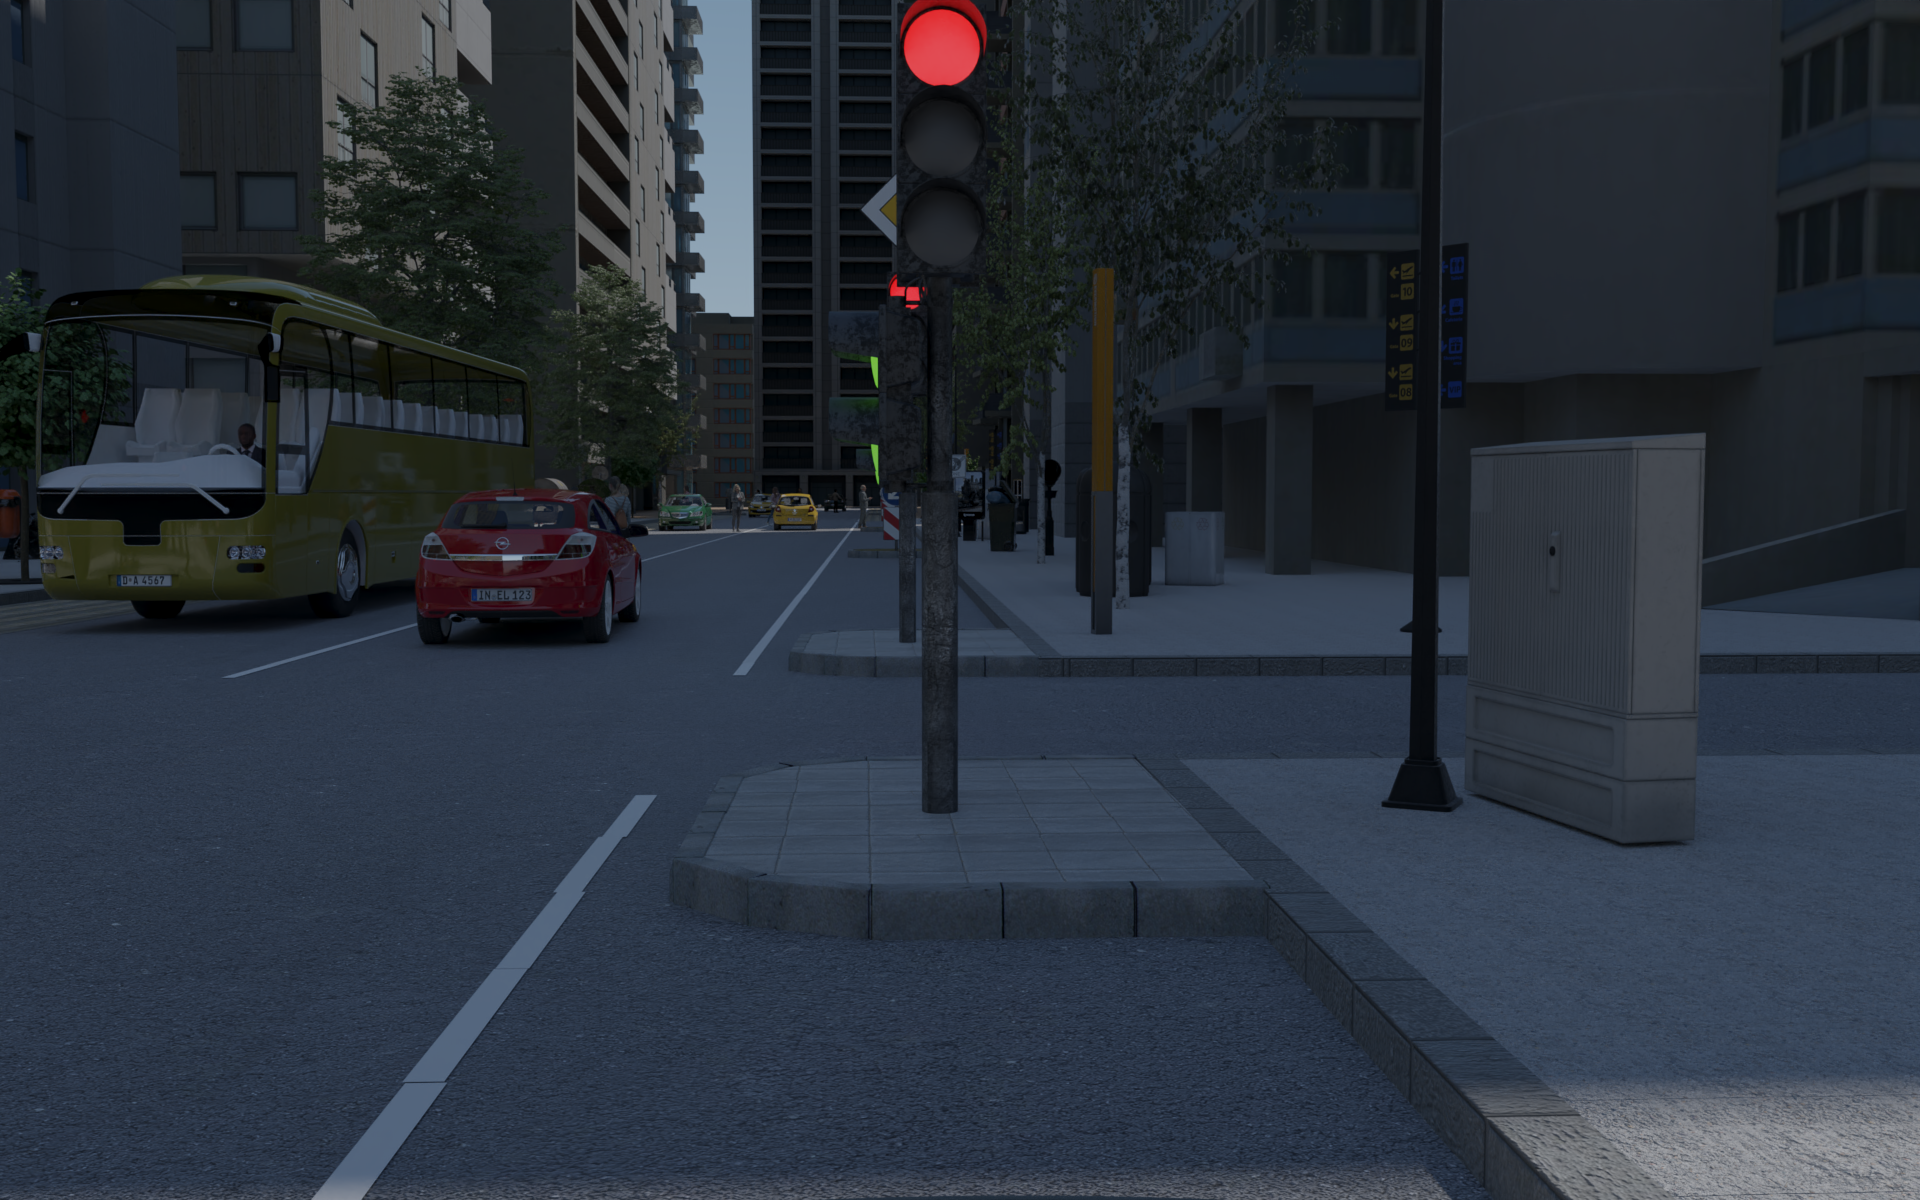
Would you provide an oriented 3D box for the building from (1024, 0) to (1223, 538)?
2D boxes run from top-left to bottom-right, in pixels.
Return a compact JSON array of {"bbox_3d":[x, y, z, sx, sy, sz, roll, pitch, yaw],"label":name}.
[{"bbox_3d":[12.900,-31.899,63.544,21.231,58.520,28.212,0,4,-3],"label":"building"}]

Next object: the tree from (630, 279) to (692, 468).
[{"bbox_3d":[-17.003,-10.234,85.450,7.486,12.596,7.792,0,3,0],"label":"tree"}]

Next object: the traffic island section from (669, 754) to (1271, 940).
[{"bbox_3d":[-0.059,0.934,7.017,2.009,0.180,2.903,0,4,-3],"label":"traffic island section"}]

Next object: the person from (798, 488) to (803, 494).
[{"bbox_3d":[-10.297,-6.301,111.527,1.348,1.822,0.705,2,4,24],"label":"person"}]

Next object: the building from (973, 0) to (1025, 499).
[{"bbox_3d":[12.140,-27.541,104.917,22.147,44.769,28.867,0,4,-3],"label":"building"}]

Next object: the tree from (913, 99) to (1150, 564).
[{"bbox_3d":[1.259,-4.978,31.750,4.737,8.622,4.395,0,3,0],"label":"tree"}]

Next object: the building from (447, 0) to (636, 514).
[{"bbox_3d":[-31.034,-29.076,99.094,21.300,48.544,21.600,0,4,-3],"label":"building"}]

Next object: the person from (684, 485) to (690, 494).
[{"bbox_3d":[-12.248,-4.205,77.256,0.388,1.821,0.555,-3,4,-36],"label":"person"}]

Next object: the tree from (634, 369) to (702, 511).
[{"bbox_3d":[-17.129,-9.150,99.960,4.737,8.622,4.395,0,3,0],"label":"tree"}]

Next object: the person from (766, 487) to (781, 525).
[{"bbox_3d":[-8.517,-4.280,79.068,0.643,1.750,0.593,1,4,21],"label":"person"}]

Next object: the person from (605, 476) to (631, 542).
[{"bbox_3d":[-5.178,-1.013,26.064,0.512,1.701,0.522,-3,5,-40],"label":"person"}]

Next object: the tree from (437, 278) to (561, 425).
[{"bbox_3d":[-15.296,-6.493,56.519,4.737,8.622,4.395,0,3,0],"label":"tree"}]

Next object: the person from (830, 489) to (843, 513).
[{"bbox_3d":[-9.417,-7.532,131.662,1.348,1.823,0.705,3,5,41],"label":"person"}]

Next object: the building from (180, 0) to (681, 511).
[{"bbox_3d":[-35.061,-32.665,123.306,28.713,52.752,27.495,0,4,-3],"label":"building"}]

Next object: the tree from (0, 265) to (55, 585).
[{"bbox_3d":[-13.562,-2.522,24.952,4.285,4.588,4.351,0,3,0],"label":"tree"}]

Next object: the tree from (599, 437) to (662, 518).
[{"bbox_3d":[-17.779,-6.711,93.436,4.285,4.588,4.351,0,3,0],"label":"tree"}]

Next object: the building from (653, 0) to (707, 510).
[{"bbox_3d":[-37.717,-32.363,148.741,30.456,49.044,23.786,0,4,-3],"label":"building"}]

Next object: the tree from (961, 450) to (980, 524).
[{"bbox_3d":[0.474,-4.921,75.054,1.663,3.219,1.824,0,3,0],"label":"tree"}]

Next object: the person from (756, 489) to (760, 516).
[{"bbox_3d":[-13.023,-6.223,111.042,0.721,1.735,1.217,2,4,29],"label":"person"}]

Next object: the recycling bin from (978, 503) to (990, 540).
[{"bbox_3d":[0.994,-2.233,49.070,0.722,1.027,0.722,-3,4,-37],"label":"recycling bin"}]

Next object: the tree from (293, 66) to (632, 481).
[{"bbox_3d":[-14.037,-7.855,46.564,7.486,12.596,7.792,0,3,0],"label":"tree"}]

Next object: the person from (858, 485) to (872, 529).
[{"bbox_3d":[-3.939,-3.865,71.873,0.590,1.801,0.661,-1,4,-10],"label":"person"}]

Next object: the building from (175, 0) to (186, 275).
[{"bbox_3d":[-33.486,-29.066,64.465,28.713,52.752,27.495,0,4,-3],"label":"building"}]

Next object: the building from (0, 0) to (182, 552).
[{"bbox_3d":[-29.782,-29.764,28.636,21.231,58.520,28.212,0,4,-3],"label":"building"}]

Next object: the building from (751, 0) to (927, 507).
[{"bbox_3d":[-11.226,-45.674,185.018,20.611,71.187,20.563,0,4,-3],"label":"building"}]

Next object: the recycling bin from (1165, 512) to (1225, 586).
[{"bbox_3d":[3.323,-0.731,24.504,0.722,1.027,0.722,1,4,19],"label":"recycling bin"}]

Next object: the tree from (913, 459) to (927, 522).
[{"bbox_3d":[-1.448,-5.283,80.974,1.663,3.219,1.824,0,3,0],"label":"tree"}]

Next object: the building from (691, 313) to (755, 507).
[{"bbox_3d":[-36.122,-21.037,188.995,28.899,21.520,27.650,0,4,-3],"label":"building"}]

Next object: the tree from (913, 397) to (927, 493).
[{"bbox_3d":[-2.389,-9.376,103.667,4.360,8.622,3.978,0,3,0],"label":"tree"}]

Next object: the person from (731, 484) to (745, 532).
[{"bbox_3d":[-8.395,-3.484,65.643,0.537,1.800,0.526,-1,4,-18],"label":"person"}]

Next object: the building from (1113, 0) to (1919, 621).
[{"bbox_3d":[15.890,-20.833,32.505,23.993,40.220,32.217,0,4,-3],"label":"building"}]

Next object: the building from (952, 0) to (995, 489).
[{"bbox_3d":[8.941,-32.332,152.337,21.300,48.544,21.600,0,4,-3],"label":"building"}]

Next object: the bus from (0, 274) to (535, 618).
[{"bbox_3d":[-8.347,-1.939,23.256,2.896,3.916,12.252,0,4,-1],"label":"bus"}]

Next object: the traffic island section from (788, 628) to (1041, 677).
[{"bbox_3d":[-0.431,0.446,14.994,2.009,0.180,2.903,0,4,-3],"label":"traffic island section"}]

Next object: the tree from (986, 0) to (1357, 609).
[{"bbox_3d":[2.054,-4.207,19.153,4.360,8.622,3.978,0,3,0],"label":"tree"}]
